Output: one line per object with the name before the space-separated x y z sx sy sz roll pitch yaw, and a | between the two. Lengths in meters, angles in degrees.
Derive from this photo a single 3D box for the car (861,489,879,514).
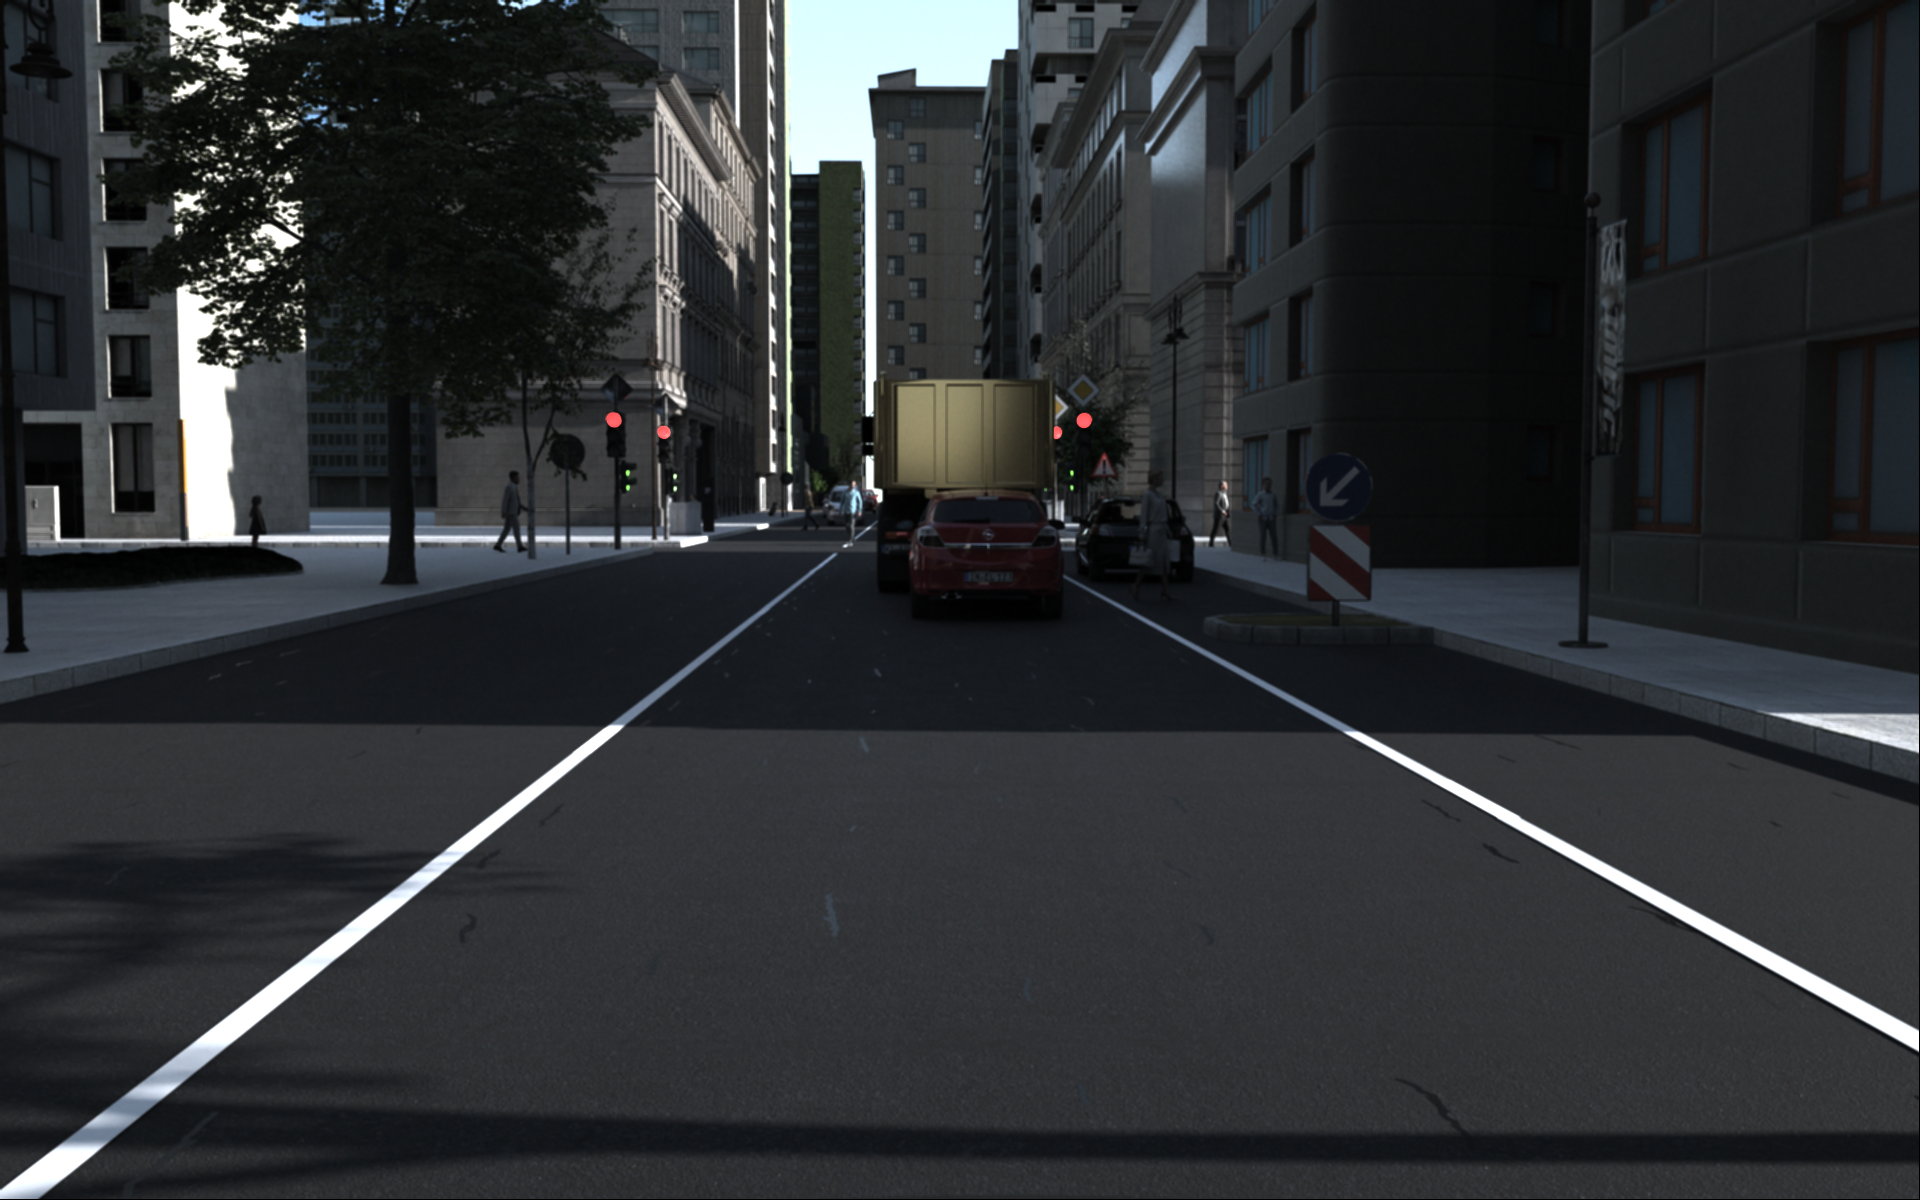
car | -7.109 -7.259 127.357 2.281 1.827 5.304 0 4 -2

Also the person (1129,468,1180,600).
person | 2.621 -0.892 23.438 0.694 1.780 0.624 -3 5 -43

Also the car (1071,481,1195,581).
car | 2.959 -1.225 29.820 2.009 1.686 4.222 0 4 -1

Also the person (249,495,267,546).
person | -14.657 -1.557 36.166 0.373 1.253 0.362 -3 4 -36

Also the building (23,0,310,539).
building | -30.748 -12.181 53.916 16.860 20.320 10.420 0 4 -2

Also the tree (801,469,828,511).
tree | -11.416 -8.674 136.429 1.663 3.219 1.824 0 3 0

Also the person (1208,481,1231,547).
person | 6.828 -2.193 44.750 0.834 1.777 0.661 1 4 20

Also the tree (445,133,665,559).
tree | -8.231 -5.114 33.972 4.360 8.622 3.978 0 3 0

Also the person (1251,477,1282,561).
person | 5.891 -1.553 33.246 0.589 1.601 0.330 0 4 -4

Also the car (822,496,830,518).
car | -7.458 -5.788 107.003 2.083 1.381 4.827 0 4 -1

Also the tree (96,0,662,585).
tree | -8.180 -6.523 24.784 7.486 12.596 7.792 0 3 0

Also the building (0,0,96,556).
building | -23.412 -21.062 27.966 14.086 41.232 14.154 0 4 -2

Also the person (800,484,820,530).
person | -6.002 -3.712 69.094 0.836 1.842 0.656 -1 4 -18

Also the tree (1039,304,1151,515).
tree | 5.260 -7.184 67.814 4.360 8.622 3.978 0 3 0

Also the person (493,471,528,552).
person | -9.891 -1.950 38.202 0.850 1.792 0.678 0 4 -5

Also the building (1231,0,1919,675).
building | 20.288 -10.955 24.148 27.650 21.520 28.899 0 4 -2

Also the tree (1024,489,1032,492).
tree | 3.907 -7.132 111.209 1.663 3.219 1.824 0 3 0

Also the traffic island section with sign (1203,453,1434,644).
traffic island section with sign | 3.519 -0.540 17.454 1.989 1.847 2.006 0 4 -2

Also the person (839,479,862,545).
person | -3.021 -2.454 48.481 0.638 1.841 0.748 2 4 24

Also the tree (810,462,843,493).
tree | -13.233 -11.577 172.994 4.285 4.588 4.351 0 3 0

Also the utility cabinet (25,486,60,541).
utility cabinet | -25.077 -2.338 46.910 1.173 1.500 0.318 0 4 -8

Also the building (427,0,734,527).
building | -16.329 -13.350 69.183 10.553 20.767 40.483 0 4 -2

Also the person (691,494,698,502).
person | -9.445 -3.134 61.553 0.475 1.303 0.640 1 4 21

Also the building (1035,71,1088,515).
building | 12.205 -20.019 113.212 13.634 28.700 20.117 0 4 -2

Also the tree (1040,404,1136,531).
tree | 4.427 -4.700 60.555 4.285 4.588 4.351 0 3 0

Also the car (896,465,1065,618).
car | 0.272 -0.764 21.538 2.155 1.783 4.494 0 4 -1

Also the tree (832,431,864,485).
tree | -13.191 -15.319 200.819 4.360 8.622 3.978 0 3 0

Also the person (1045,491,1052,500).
person | 4.725 -5.206 91.284 0.853 1.813 0.709 1 4 15

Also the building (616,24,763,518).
building | -18.973 -18.707 103.123 12.463 27.353 25.104 0 4 -2

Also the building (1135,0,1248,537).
building | 18.613 -13.175 57.212 24.055 21.916 13.314 0 4 -2

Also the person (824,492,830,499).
person | -11.358 -8.464 147.617 0.628 1.438 0.799 -3 5 -43

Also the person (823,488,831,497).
person | -11.848 -9.279 157.735 1.348 1.826 0.705 0 4 5
